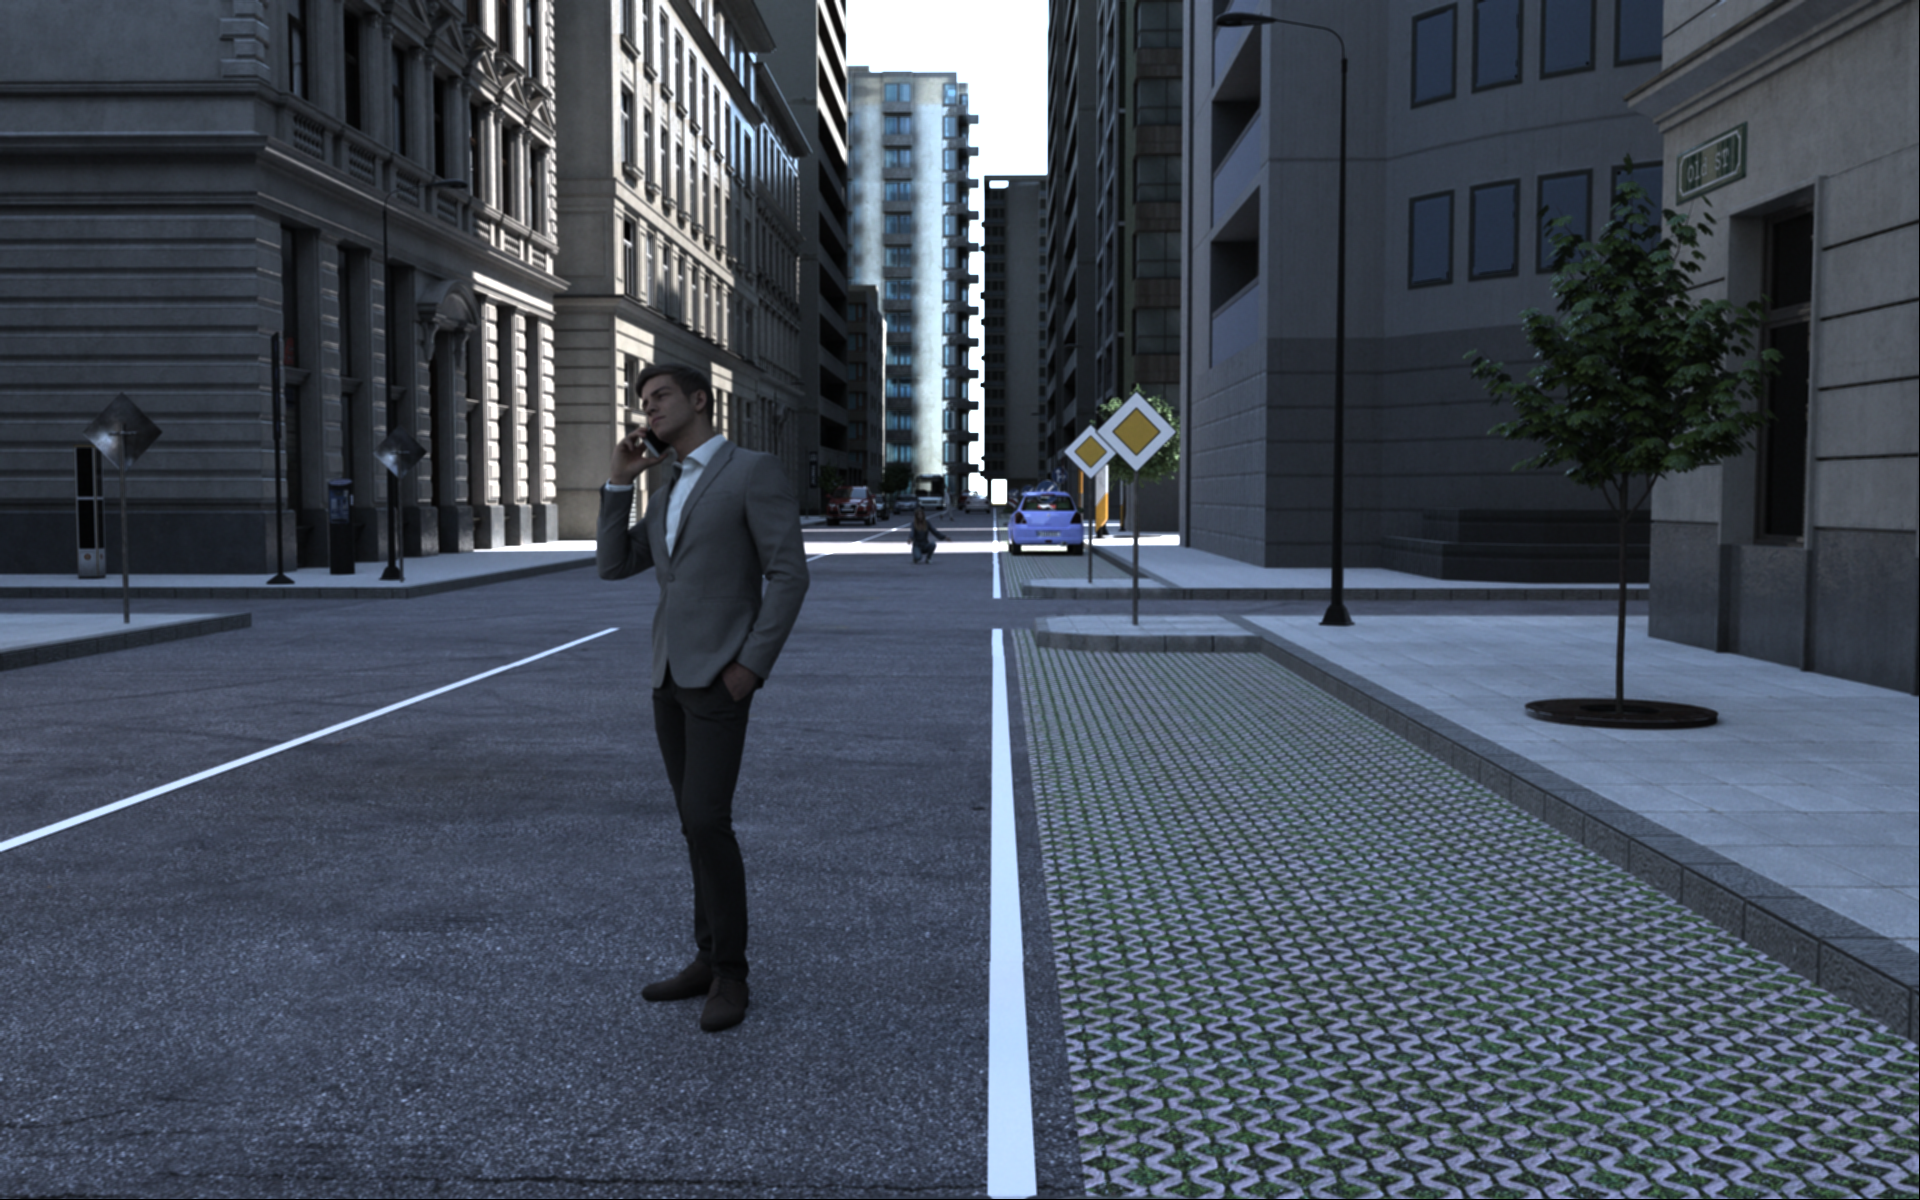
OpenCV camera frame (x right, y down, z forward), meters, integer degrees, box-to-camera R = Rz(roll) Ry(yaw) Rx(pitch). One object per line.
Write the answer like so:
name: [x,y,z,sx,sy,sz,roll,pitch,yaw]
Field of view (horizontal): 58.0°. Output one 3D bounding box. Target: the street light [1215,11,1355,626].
street light: [3.161,-2.710,16.849,1.470,5.913,1.316,0,4,1]

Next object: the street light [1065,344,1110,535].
street light: [3.948,-4.971,53.822,1.470,5.913,1.316,0,4,1]

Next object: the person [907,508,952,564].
person: [-0.672,-1.326,35.680,1.012,1.151,0.738,-1,4,-14]

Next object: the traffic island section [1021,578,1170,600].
traffic island section: [1.898,-0.166,24.987,2.009,0.180,2.903,0,4,1]

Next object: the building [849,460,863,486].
building: [-18.016,-42.390,131.330,20.563,71.187,20.611,0,4,1]

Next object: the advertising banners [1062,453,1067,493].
advertising banners: [4.456,-4.748,73.815,0.090,3.025,2.074,0,4,-1]

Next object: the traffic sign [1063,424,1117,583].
traffic sign: [1.874,-1.301,24.910,0.795,2.450,0.064,0,4,1]

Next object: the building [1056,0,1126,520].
building: [15.644,-39.748,88.127,20.563,71.187,20.611,0,4,1]

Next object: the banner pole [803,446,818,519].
banner pole: [-7.740,-6.103,89.805,0.863,3.779,0.401,1,4,23]

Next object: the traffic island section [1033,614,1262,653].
traffic island section: [1.740,0.323,17.004,2.009,0.180,2.903,0,4,1]

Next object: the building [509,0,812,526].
building: [-13.867,-15.735,86.150,11.050,23.489,19.941,0,4,1]

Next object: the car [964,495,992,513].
car: [1.339,-7.169,129.578,2.083,1.381,4.827,0,4,1]

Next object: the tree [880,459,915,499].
tree: [-5.890,-11.016,163.821,4.285,4.588,4.351,0,3,0]

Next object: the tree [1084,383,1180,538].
tree: [5.237,-4.137,51.361,4.285,4.588,4.351,0,3,0]

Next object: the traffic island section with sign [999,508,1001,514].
traffic island section with sign: [3.925,-7.223,126.722,1.989,1.847,2.006,0,4,1]

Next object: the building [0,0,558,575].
building: [-15.644,-12.679,36.177,11.050,23.489,19.941,0,4,1]

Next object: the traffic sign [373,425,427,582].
traffic sign: [-8.117,-1.314,25.128,0.795,2.450,0.064,0,4,1]

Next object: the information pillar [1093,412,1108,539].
information pillar: [4.034,-3.546,49.326,0.183,3.616,0.504,-2,4,-34]

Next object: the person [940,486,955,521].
person: [-0.685,-5.190,93.232,0.818,1.842,0.514,1,4,15]

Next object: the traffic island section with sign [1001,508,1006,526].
traffic island section with sign: [2.941,-4.191,77.144,1.989,1.847,2.006,0,4,1]

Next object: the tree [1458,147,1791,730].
tree: [3.651,-0.931,9.829,1.663,3.219,1.824,0,3,0]

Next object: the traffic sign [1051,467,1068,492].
traffic sign: [4.724,-5.024,82.248,0.768,2.556,0.104,1,4,9]

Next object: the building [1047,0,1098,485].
building: [17.736,-31.190,133.665,21.300,48.544,21.600,0,4,1]

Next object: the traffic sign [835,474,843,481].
traffic sign: [-6.820,-5.791,95.864,0.795,2.450,0.064,0,4,2]

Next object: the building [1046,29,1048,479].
building: [15.719,-31.603,166.820,14.600,45.320,14.200,0,4,1]

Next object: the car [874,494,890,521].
car: [-4.822,-5.197,94.754,2.009,1.686,4.222,0,4,1]

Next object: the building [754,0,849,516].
building: [-18.716,-29.801,110.941,21.300,48.544,21.600,0,4,1]

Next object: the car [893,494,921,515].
car: [-3.740,-6.784,122.921,2.014,1.417,4.499,0,4,3]

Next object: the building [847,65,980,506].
building: [-12.991,-35.275,196.361,30.456,49.044,23.786,0,4,1]

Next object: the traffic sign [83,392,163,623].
traffic sign: [-8.275,-0.826,17.144,0.795,2.450,0.064,0,4,1]

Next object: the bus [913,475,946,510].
bus: [-2.749,-9.966,157.803,2.948,3.499,13.247,0,4,-1]

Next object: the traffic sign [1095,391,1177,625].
traffic sign: [1.717,-0.812,16.927,0.795,2.450,0.064,0,4,1]

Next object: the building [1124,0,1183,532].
building: [12.993,-17.884,64.105,14.160,30.474,14.107,0,4,1]

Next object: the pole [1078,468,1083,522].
pole: [4.999,-4.771,71.847,0.158,3.312,0.155,0,3,0]

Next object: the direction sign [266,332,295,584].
direction sign: [-9.718,-1.998,24.667,0.379,3.537,0.876,-2,4,-26]

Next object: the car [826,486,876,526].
car: [-4.969,-4.341,79.647,2.281,1.827,5.304,0,4,1]

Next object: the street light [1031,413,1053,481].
street light: [4.754,-7.751,99.272,1.470,5.913,1.316,0,4,1]

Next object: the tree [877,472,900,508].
tree: [-6.357,-9.927,156.902,1.663,3.219,1.824,0,3,0]

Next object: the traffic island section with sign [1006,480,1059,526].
traffic island section with sign: [2.400,-2.542,50.194,1.989,1.847,2.006,0,4,1]

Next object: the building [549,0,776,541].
building: [-16.348,-13.938,61.166,16.112,22.955,30.059,0,4,1]

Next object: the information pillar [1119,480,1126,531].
information pillar: [5.635,-4.186,59.790,0.183,3.616,0.504,1,4,20]

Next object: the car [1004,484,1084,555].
car: [2.026,-1.952,41.508,1.945,1.707,3.694,0,4,0]

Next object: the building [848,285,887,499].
building: [-22.142,-19.367,161.687,28.899,21.520,27.650,0,4,1]

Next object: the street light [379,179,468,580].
street light: [-7.964,-3.253,25.734,1.470,5.913,1.316,0,4,1]

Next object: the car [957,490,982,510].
car: [0.891,-9.085,157.220,2.281,1.827,5.304,0,4,2]

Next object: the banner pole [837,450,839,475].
banner pole: [-6.953,-6.644,98.646,0.401,3.779,0.863,0,4,2]

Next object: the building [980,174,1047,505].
building: [14.305,-31.049,199.524,23.993,40.220,32.217,0,4,1]

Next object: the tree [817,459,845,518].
tree: [-7.037,-6.111,94.521,1.663,3.219,1.824,0,3,0]

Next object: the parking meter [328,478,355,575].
parking meter: [-9.888,-1.179,27.686,0.372,1.533,0.369,0,3,0]

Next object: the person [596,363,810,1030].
person: [-0.729,0.234,4.850,0.473,1.802,0.592,-2,4,-32]

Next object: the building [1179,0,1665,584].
building: [19.370,-29.998,32.460,28.212,58.520,21.231,0,4,1]

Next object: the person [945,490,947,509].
person: [-1.302,-9.999,171.981,0.705,1.824,1.348,2,4,27]

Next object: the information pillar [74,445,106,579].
information pillar: [-13.165,-1.328,26.212,0.304,2.012,0.304,0,4,-5]

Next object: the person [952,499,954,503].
person: [-0.908,-8.211,146.004,1.065,1.426,0.557,3,5,40]

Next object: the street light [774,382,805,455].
street light: [-7.106,-6.069,71.762,1.470,5.913,1.316,0,4,1]
